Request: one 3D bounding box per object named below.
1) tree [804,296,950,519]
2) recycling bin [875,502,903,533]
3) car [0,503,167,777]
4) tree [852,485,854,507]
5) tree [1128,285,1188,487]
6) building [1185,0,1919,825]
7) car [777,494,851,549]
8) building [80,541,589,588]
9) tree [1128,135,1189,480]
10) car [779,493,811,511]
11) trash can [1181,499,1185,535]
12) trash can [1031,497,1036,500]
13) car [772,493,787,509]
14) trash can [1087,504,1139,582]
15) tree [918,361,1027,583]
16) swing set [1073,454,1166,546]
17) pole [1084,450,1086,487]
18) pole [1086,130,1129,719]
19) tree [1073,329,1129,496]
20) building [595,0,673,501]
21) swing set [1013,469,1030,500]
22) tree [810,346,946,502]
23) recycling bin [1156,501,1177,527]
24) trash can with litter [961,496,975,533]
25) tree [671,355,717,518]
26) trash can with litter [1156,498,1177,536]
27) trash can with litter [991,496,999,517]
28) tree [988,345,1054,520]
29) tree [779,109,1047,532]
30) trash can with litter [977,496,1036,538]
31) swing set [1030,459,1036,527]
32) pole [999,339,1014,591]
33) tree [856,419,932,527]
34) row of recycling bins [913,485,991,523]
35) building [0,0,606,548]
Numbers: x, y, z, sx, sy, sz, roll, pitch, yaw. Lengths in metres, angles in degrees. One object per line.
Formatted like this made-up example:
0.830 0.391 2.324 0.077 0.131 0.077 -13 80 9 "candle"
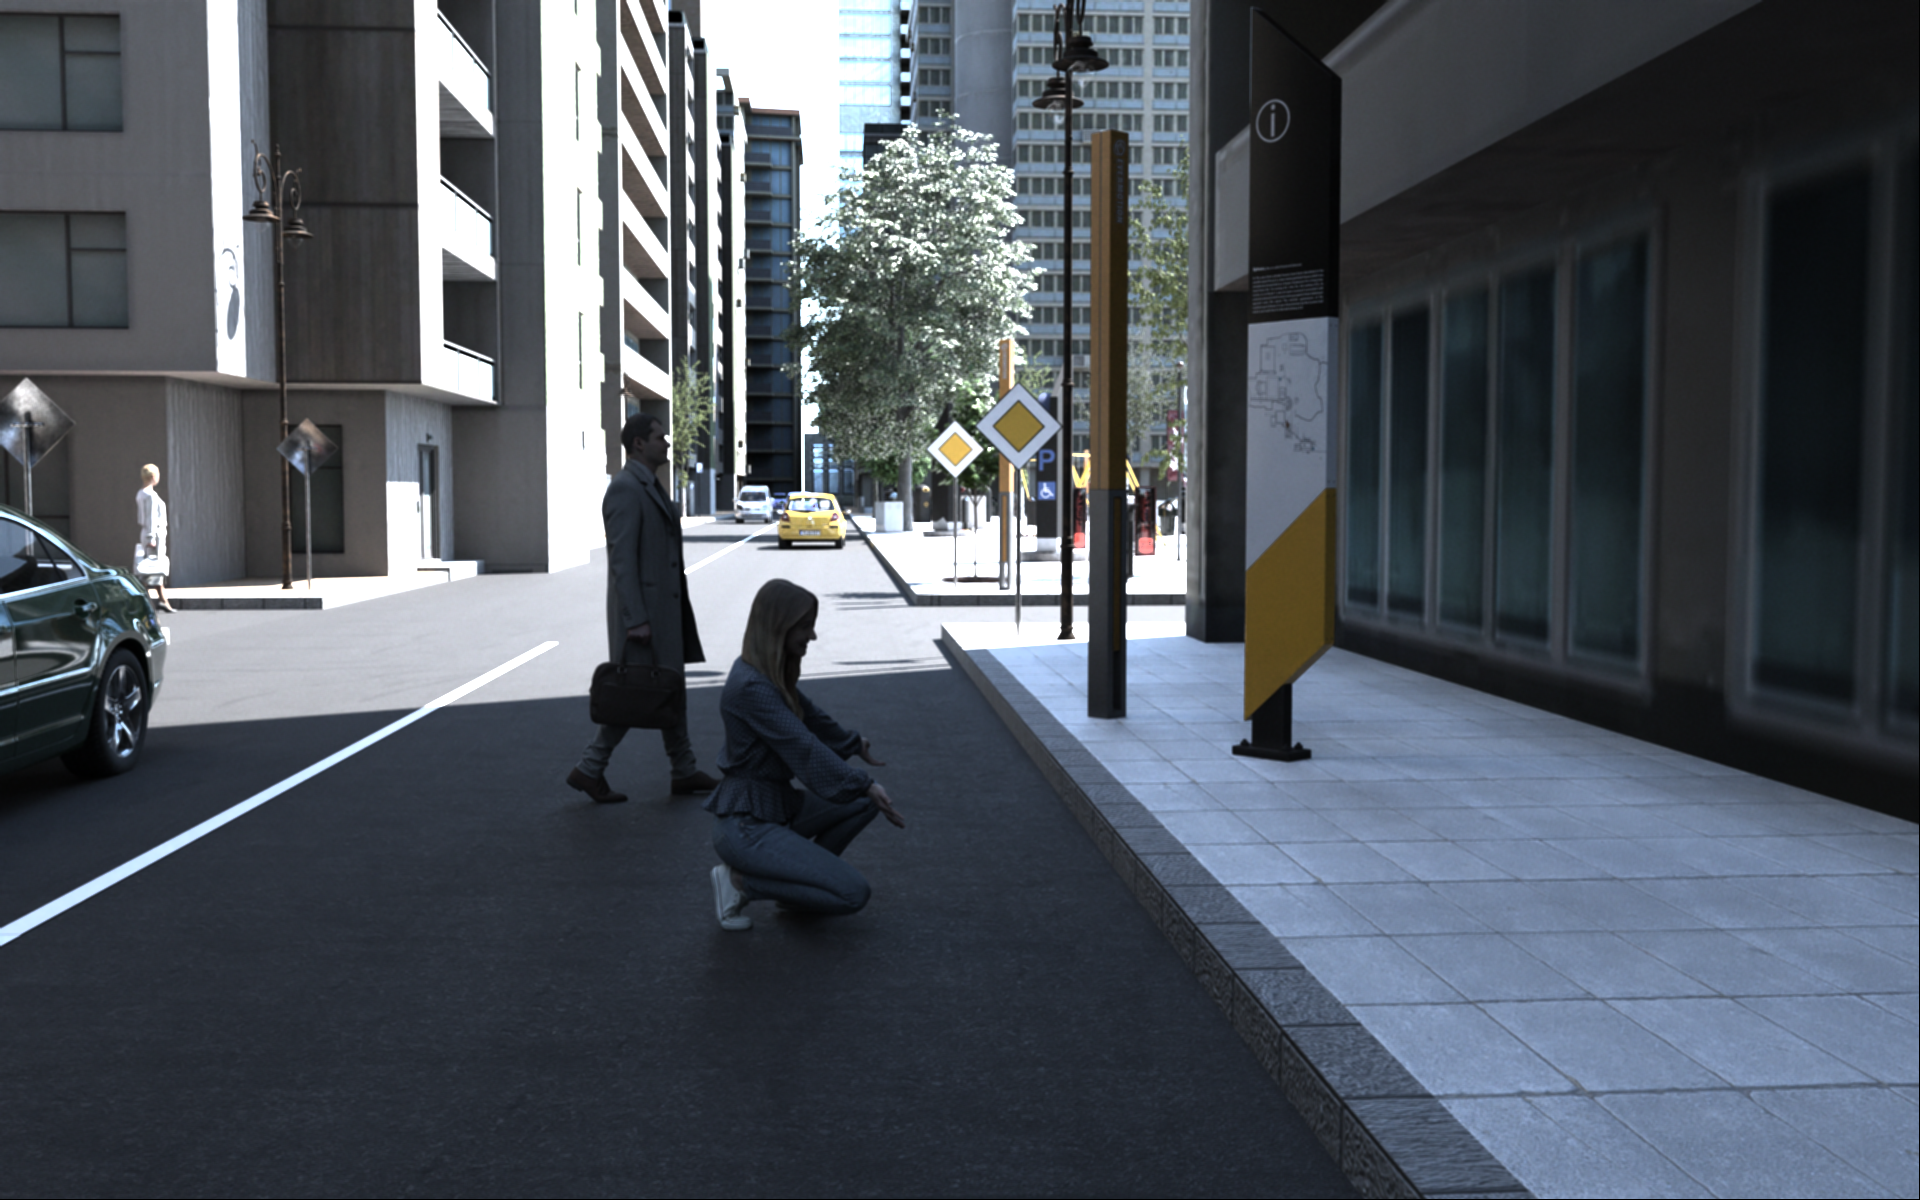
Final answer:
-4.290 -10.034 89.809 9.928 11.665 9.643 0 3 0 "tree"
-2.376 -2.770 57.840 0.722 1.027 0.722 -2 4 -30 "recycling bin"
-5.084 0.265 7.459 2.131 1.459 4.920 0 4 -4 "car"
-10.378 -11.095 176.003 1.663 3.219 1.824 0 3 0 "tree"
8.275 -6.608 58.396 4.360 8.622 3.978 0 3 0 "tree"
13.444 -23.298 4.625 21.300 48.544 21.600 0 4 -4 "building"
-3.951 -2.222 46.549 2.015 1.641 3.980 0 4 -3 "car"
-14.354 -21.069 28.067 14.154 41.232 14.086 0 4 -4 "building"
4.521 -4.764 28.247 4.737 8.622 4.395 0 3 0 "tree"
-7.652 -4.470 82.668 1.945 1.707 3.694 0 4 -6 "car"
7.204 -2.630 54.648 0.748 1.137 0.748 0 3 0 "trash can"
4.131 -5.256 97.589 0.748 1.137 0.748 0 3 0 "trash can"
-16.820 -9.296 161.581 1.945 1.707 3.694 0 4 -4 "car"
2.227 -0.829 25.206 0.748 1.137 0.748 0 3 0 "trash can"
0.117 -1.886 25.437 1.663 3.219 1.824 0 3 0 "tree"
3.714 -2.821 43.751 2.862 2.851 3.119 0 4 3 "swing set"
5.815 -5.260 79.844 0.158 3.312 0.155 0 3 0 "pole"
0.846 -0.980 9.872 0.158 3.312 0.155 0 3 0 "pole"
6.923 -7.487 72.771 4.360 8.622 3.978 0 3 0 "tree"
-24.405 -27.607 75.073 21.300 48.544 21.600 0 4 -4 "building"
3.633 -4.916 77.999 3.119 2.851 2.862 3 4 37 "swing set"
-4.485 -10.106 99.649 8.767 10.594 7.601 -2 4 -24 "tree"
7.868 -3.303 66.558 0.722 1.027 0.722 2 4 30 "recycling bin"
0.331 -2.852 57.690 1.678 1.210 2.233 1 4 8 "trash can with litter"
-14.751 -8.597 90.926 4.737 8.622 4.395 0 3 0 "tree"
6.052 -2.511 52.435 1.055 1.170 0.624 3 4 36 "trash can with litter"
1.916 -5.281 97.738 0.624 1.170 1.055 3 4 38 "trash can with litter"
2.838 -8.219 84.737 4.737 8.622 4.395 0 3 0 "tree"
-1.961 -9.304 58.782 9.857 13.997 8.962 0 3 0 "tree"
1.947 -2.487 51.723 2.233 1.210 1.678 3 4 38 "trash can with litter"
4.898 -4.342 68.608 2.862 2.851 3.119 2 4 31 "swing set"
0.615 -1.783 22.996 0.158 3.312 0.155 0 3 0 "pole"
-2.335 -5.140 67.757 4.285 4.588 4.351 0 3 0 "tree"
-0.355 -4.288 77.214 3.534 1.692 1.069 0 4 2 "row of recycling bins"
-18.442 -22.402 49.870 14.154 41.232 14.086 0 4 -4 "building"
